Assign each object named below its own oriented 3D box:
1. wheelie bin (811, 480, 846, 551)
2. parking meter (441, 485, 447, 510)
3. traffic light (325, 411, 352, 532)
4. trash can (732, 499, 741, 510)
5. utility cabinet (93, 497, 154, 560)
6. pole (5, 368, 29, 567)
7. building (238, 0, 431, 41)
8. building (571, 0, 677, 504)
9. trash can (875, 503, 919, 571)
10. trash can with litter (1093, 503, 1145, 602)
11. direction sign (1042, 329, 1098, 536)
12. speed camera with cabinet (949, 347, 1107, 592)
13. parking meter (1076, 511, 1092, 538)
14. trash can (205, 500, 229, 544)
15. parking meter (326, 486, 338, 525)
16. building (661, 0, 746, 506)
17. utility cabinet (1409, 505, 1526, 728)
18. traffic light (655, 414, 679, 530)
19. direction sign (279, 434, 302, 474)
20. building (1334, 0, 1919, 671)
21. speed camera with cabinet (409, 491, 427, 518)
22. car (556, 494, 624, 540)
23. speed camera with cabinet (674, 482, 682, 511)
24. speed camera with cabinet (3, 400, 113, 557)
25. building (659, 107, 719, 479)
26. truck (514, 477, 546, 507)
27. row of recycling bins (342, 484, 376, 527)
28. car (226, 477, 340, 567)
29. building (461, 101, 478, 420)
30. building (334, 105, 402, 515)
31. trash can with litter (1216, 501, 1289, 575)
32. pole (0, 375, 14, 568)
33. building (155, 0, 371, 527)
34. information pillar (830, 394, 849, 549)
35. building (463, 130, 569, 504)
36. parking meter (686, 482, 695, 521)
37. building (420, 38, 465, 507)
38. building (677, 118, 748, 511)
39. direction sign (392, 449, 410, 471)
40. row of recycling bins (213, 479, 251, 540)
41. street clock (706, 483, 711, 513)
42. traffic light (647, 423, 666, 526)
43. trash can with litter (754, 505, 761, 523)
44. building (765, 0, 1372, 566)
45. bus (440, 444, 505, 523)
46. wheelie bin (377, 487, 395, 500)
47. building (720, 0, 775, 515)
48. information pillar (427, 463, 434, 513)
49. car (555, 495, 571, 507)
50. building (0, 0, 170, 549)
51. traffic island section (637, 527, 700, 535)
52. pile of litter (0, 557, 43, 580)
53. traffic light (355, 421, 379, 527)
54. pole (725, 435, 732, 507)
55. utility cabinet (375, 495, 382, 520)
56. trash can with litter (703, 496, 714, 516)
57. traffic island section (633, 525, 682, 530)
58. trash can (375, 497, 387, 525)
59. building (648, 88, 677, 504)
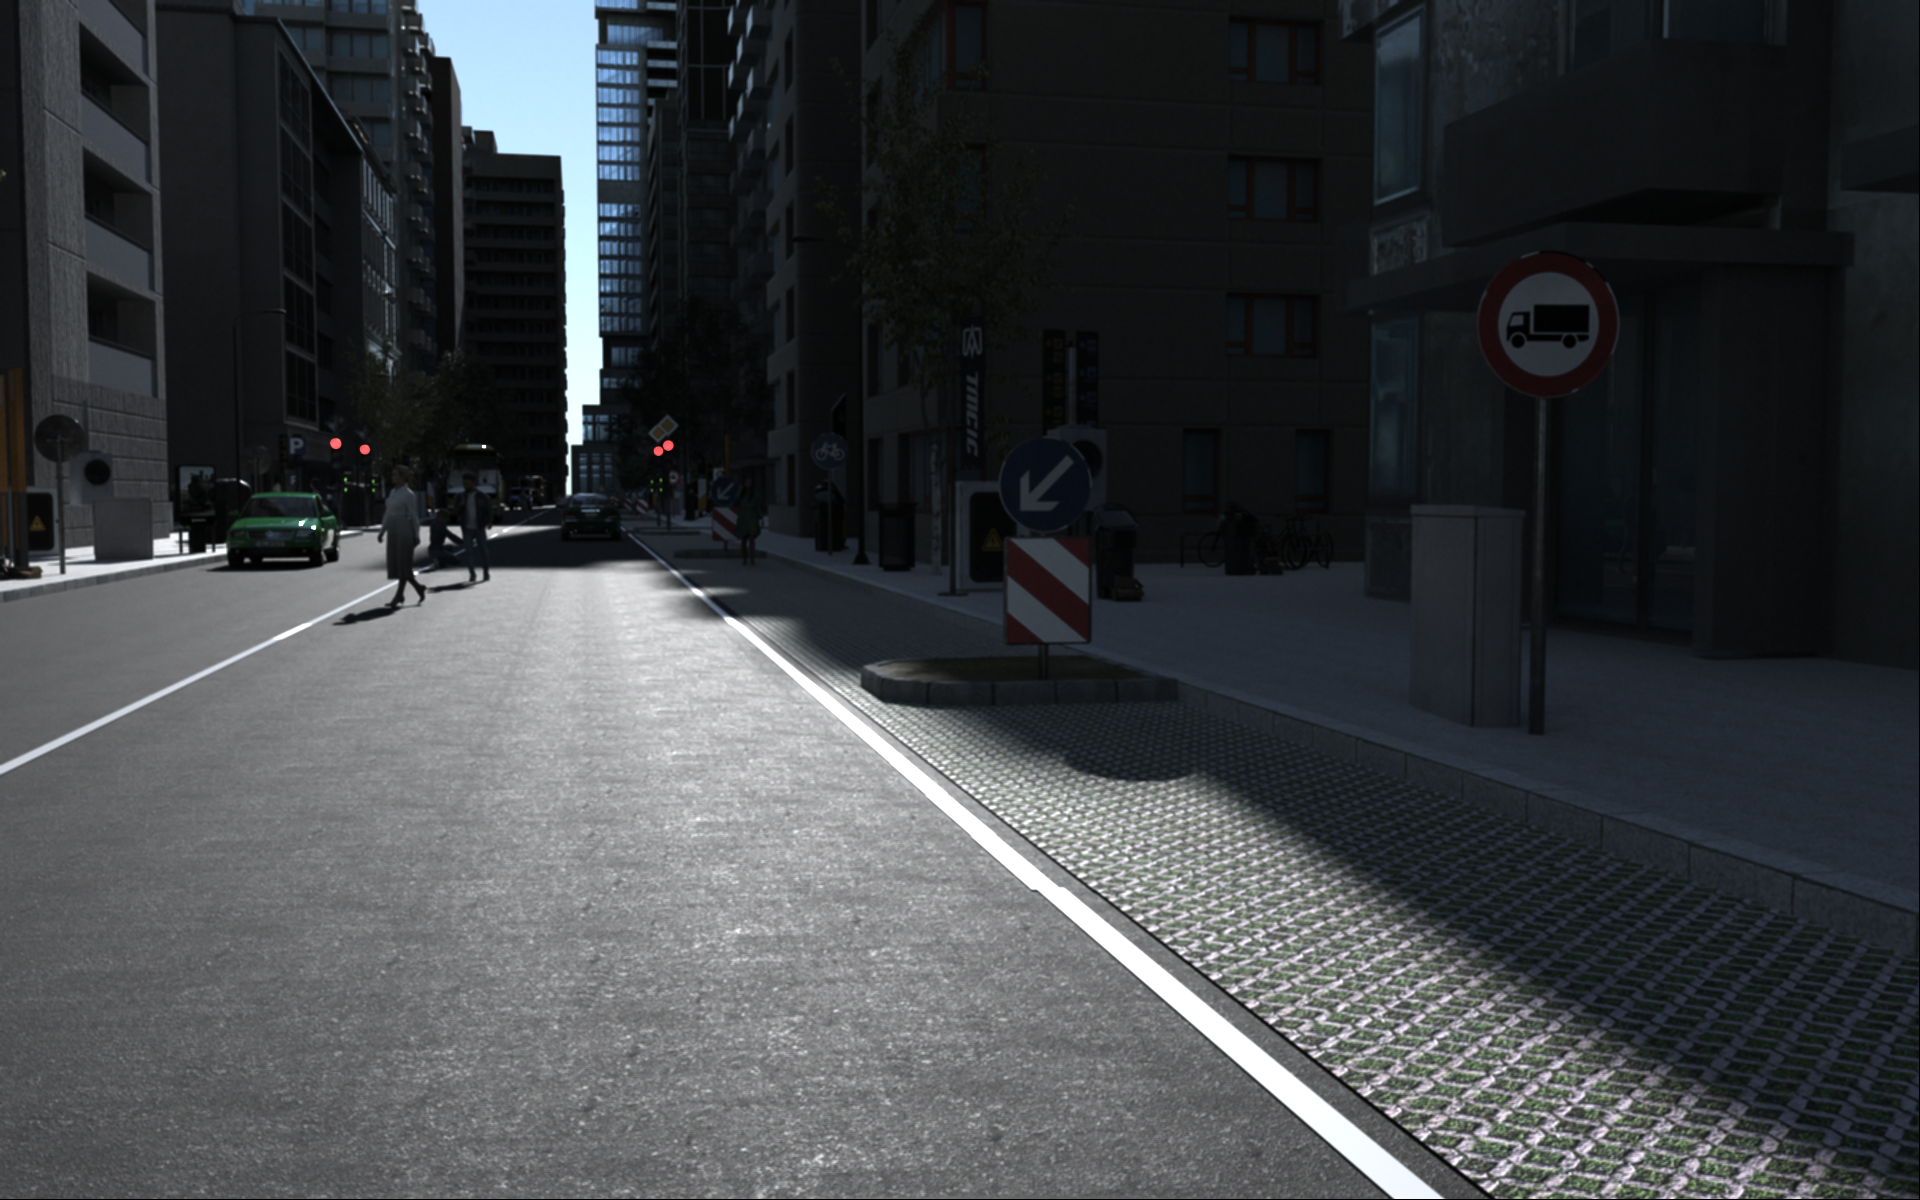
[{"bbox_3d":[-2.962,-1.896,38.916,0.693,1.594,0.980,-1,4,-19],"label":"wheelie bin"},{"bbox_3d":[-32.359,-6.294,108.621,0.255,1.863,0.399,1,4,14],"label":"parking meter"},{"bbox_3d":[-21.050,-4.264,58.630,0.839,4.253,0.868,-1,4,-12],"label":"traffic light"},{"bbox_3d":[-10.064,-4.107,78.797,0.748,1.137,0.748,0,3,0],"label":"trash can"},{"bbox_3d":[-16.345,-1.388,33.858,1.020,1.237,0.306,-1,4,-21],"label":"utility cabinet"},{"bbox_3d":[-15.324,-2.100,28.182,0.158,3.312,0.155,0,3,0],"label":"pole"},{"bbox_3d":[-57.875,-32.478,150.620,23.786,49.044,30.456,-1,4,-12],"label":"building"},{"bbox_3d":[-37.938,-56.579,237.729,31.000,86.520,22.319,-1,4,-12],"label":"building"},{"bbox_3d":[-1.052,-1.055,28.906,0.748,1.137,0.748,0,3,0],"label":"trash can"},{"bbox_3d":[2.003,-0.592,21.070,0.624,1.170,1.055,-1,4,-12],"label":"trash can with litter"},{"bbox_3d":[1.532,-1.960,24.045,0.876,3.537,0.379,-2,4,-27],"label":"direction sign"},{"bbox_3d":[0.905,-1.758,23.085,2.038,3.252,0.660,-1,4,-15],"label":"speed camera with cabinet"},{"bbox_3d":[2.110,-1.453,29.465,0.255,1.863,0.399,0,4,4],"label":"parking meter"},{"bbox_3d":[-19.211,-2.018,44.645,0.748,1.137,0.748,0,3,0],"label":"trash can"},{"bbox_3d":[-20.925,-3.016,57.717,0.372,1.533,0.369,0,3,0],"label":"parking meter"},{"bbox_3d":[-18.981,-44.731,169.603,20.563,71.187,20.611,-1,4,-12],"label":"building"},{"bbox_3d":[2.913,0.072,9.992,0.306,1.237,1.020,0,4,-5],"label":"utility cabinet"},{"bbox_3d":[-10.294,-4.408,60.985,0.839,4.253,0.868,-1,4,-12],"label":"traffic light"},{"bbox_3d":[-25.393,-4.511,65.757,0.876,3.537,0.379,0,4,3],"label":"direction sign"},{"bbox_3d":[17.036,-23.849,9.536,23.786,49.044,30.456,-1,4,-12],"label":"building"},{"bbox_3d":[-30.270,-6.140,94.723,2.038,3.252,0.660,-1,4,-9],"label":"speed camera with cabinet"},{"bbox_3d":[-11.748,-2.648,55.086,2.131,1.459,4.920,-1,4,-12],"label":"car"},{"bbox_3d":[-21.389,-8.381,131.363,0.660,3.252,2.038,0,4,-7],"label":"speed camera with cabinet"},{"bbox_3d":[-18.688,-2.541,35.873,0.660,3.252,2.038,3,4,38],"label":"speed camera with cabinet"},{"bbox_3d":[-25.332,-30.835,187.741,14.154,41.232,14.086,-1,4,-12],"label":"building"},{"bbox_3d":[-48.046,-12.125,194.160,3.469,3.379,9.791,-1,4,-12],"label":"truck"},{"bbox_3d":[-24.006,-3.805,69.318,1.069,1.692,3.534,-1,4,-11],"label":"row of recycling bins"},{"bbox_3d":[-13.810,-1.630,35.443,1.959,1.807,4.718,-1,4,-14],"label":"car"},{"bbox_3d":[-70.343,-35.174,194.709,30.456,49.044,23.786,-1,4,-12],"label":"building"},{"bbox_3d":[-42.451,-19.012,108.110,12.463,27.353,25.104,-1,4,-12],"label":"building"},{"bbox_3d":[4.651,-0.986,27.515,1.055,1.170,0.624,-1,4,-12],"label":"trash can with litter"},{"bbox_3d":[-16.406,-2.189,29.632,0.158,3.312,0.155,0,3,0],"label":"pole"},{"bbox_3d":[-36.990,-16.033,81.203,14.314,24.678,30.058,-1,4,-12],"label":"building"},{"bbox_3d":[-2.827,-2.997,40.348,0.183,3.616,0.504,3,4,36],"label":"information pillar"},{"bbox_3d":[-64.199,-37.304,233.619,21.600,48.544,21.300,-1,4,-12],"label":"building"},{"bbox_3d":[-12.965,-4.743,83.264,0.399,1.863,0.255,-2,4,-23],"label":"parking meter"},{"bbox_3d":[-57.355,-32.021,173.656,14.600,45.320,14.200,-1,4,-12],"label":"building"},{"bbox_3d":[-14.923,-22.389,137.766,14.160,30.474,14.107,-1,4,-12],"label":"building"},{"bbox_3d":[-28.028,-5.801,86.851,0.876,3.537,0.379,0,4,1],"label":"direction sign"},{"bbox_3d":[-20.552,-2.533,48.522,1.069,1.692,3.534,-2,4,-29],"label":"row of recycling bins"},{"bbox_3d":[-17.039,-6.884,117.130,0.358,2.002,0.471,3,5,45],"label":"street clock"},{"bbox_3d":[-11.997,-4.885,68.787,0.839,4.253,0.868,-1,4,-12],"label":"traffic light"},{"bbox_3d":[-8.819,-3.735,72.460,1.055,1.170,0.624,3,5,39],"label":"trash can with litter"},{"bbox_3d":[10.040,-12.373,47.344,27.650,21.520,28.899,-1,4,-12],"label":"building"},{"bbox_3d":[-24.791,-5.950,88.837,2.896,3.916,12.252,-1,4,-13],"label":"bus"},{"bbox_3d":[-26.323,-4.395,79.765,0.980,1.594,0.693,-1,4,-14],"label":"wheelie bin"},{"bbox_3d":[-2.695,-29.928,108.924,23.786,49.044,30.456,-1,4,-12],"label":"building"},{"bbox_3d":[-36.437,-7.823,119.267,0.504,3.616,0.183,-2,4,-27],"label":"information pillar"},{"bbox_3d":[-40.336,-10.060,176.848,2.083,1.381,4.827,-1,4,-14],"label":"car"},{"bbox_3d":[-35.803,-30.547,41.445,28.212,58.520,21.231,-1,4,-12],"label":"building"},{"bbox_3d":[-10.253,-2.375,61.108,2.009,0.180,2.903,-1,4,-12],"label":"traffic island section"},{"bbox_3d":[-14.700,-0.767,26.506,1.176,0.858,1.719,-2,4,-32],"label":"pile of litter"},{"bbox_3d":[-22.753,-4.741,66.432,0.839,4.253,0.868,-1,4,-12],"label":"traffic light"},{"bbox_3d":[-7.953,-4.013,59.462,0.158,3.312,0.155,0,3,0],"label":"pole"},{"bbox_3d":[-28.464,-4.557,85.675,1.020,1.237,0.306,-2,4,-34],"label":"utility cabinet"},{"bbox_3d":[-14.358,-5.435,99.920,1.678,1.210,2.233,-2,4,-29],"label":"trash can with litter"},{"bbox_3d":[-11.956,-2.852,68.910,2.009,0.180,2.903,-1,4,-12],"label":"traffic island section"},{"bbox_3d":[-24.460,-3.740,72.799,0.748,1.137,0.748,0,3,0],"label":"trash can"},{"bbox_3d":[-25.630,-35.595,205.680,21.300,48.544,21.600,-1,4,-12],"label":"building"}]
